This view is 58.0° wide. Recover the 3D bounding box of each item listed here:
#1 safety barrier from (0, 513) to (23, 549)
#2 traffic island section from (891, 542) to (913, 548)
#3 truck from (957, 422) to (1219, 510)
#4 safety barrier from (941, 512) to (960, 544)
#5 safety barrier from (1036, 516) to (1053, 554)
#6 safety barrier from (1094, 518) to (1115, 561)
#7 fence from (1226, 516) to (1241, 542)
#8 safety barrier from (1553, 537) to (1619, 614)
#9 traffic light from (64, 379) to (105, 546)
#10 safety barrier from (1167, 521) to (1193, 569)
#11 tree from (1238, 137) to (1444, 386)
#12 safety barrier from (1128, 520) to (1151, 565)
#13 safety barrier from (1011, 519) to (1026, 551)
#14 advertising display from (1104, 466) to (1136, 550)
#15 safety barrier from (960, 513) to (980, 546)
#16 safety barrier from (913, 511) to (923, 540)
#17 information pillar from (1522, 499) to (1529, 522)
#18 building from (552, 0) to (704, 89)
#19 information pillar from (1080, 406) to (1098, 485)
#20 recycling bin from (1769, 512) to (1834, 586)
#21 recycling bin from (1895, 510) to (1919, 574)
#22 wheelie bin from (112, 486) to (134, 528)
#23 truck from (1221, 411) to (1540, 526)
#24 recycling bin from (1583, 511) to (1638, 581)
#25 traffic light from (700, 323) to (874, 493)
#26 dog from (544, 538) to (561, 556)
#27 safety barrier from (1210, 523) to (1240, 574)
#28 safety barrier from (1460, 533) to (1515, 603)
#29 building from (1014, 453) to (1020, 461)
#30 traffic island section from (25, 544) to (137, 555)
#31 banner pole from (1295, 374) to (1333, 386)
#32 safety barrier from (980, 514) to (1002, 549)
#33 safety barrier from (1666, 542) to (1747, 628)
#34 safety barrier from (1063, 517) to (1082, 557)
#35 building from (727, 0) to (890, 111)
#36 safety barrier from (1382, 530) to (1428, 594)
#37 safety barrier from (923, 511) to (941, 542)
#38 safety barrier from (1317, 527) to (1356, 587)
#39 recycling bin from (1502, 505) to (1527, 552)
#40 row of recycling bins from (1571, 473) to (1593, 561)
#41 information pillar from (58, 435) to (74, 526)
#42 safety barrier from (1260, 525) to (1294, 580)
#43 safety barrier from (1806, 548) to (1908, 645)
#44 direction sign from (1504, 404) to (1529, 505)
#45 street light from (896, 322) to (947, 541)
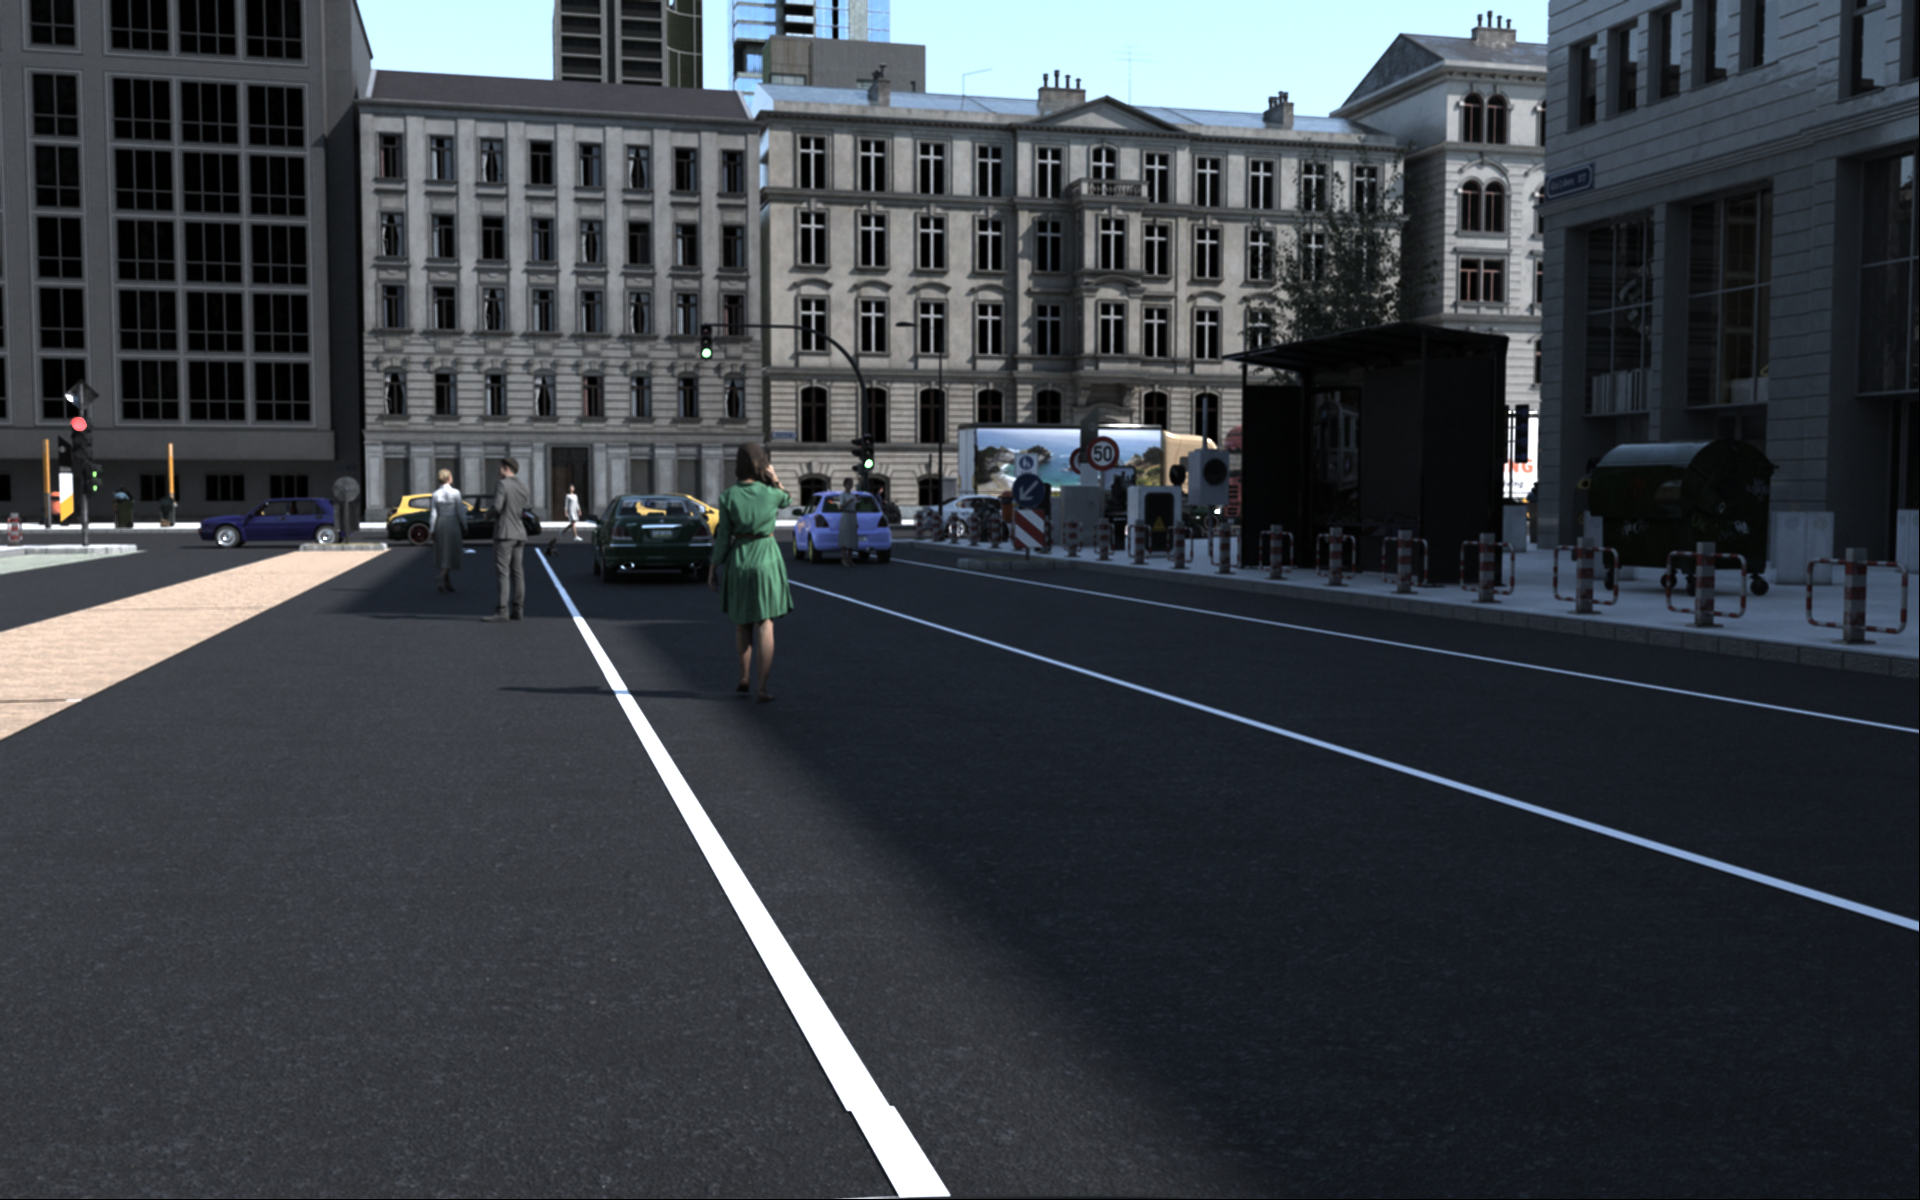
[{"bbox_3d":[-23.095,-1.715,42.319,0.300,0.817,1.120,-1,4,-15],"label":"safety barrier"},{"bbox_3d":[-2.567,-1.539,47.438,2.009,0.180,2.903,-1,4,-15],"label":"traffic island section"},{"bbox_3d":[5.626,-4.986,70.433,11.283,4.237,2.839,-1,4,-16],"label":"truck"},{"bbox_3d":[-0.148,-1.851,44.538,0.300,0.817,1.120,-1,4,-15],"label":"safety barrier"},{"bbox_3d":[1.806,-1.396,37.104,0.300,0.817,1.120,-1,4,-15],"label":"safety barrier"},{"bbox_3d":[2.779,-1.169,33.393,0.300,0.817,1.120,-1,4,-15],"label":"safety barrier"},{"bbox_3d":[8.060,-1.919,46.747,2.069,0.683,0.278,-1,4,-22],"label":"fence"},{"bbox_3d":[6.691,-0.261,18.539,0.300,0.817,1.120,-1,4,-15],"label":"safety barrier"},{"bbox_3d":[-21.428,-3.269,42.364,0.839,4.253,0.868,-1,4,-15],"label":"traffic light"},{"bbox_3d":[3.765,-0.941,29.663,0.300,0.817,1.120,-1,4,-15],"label":"safety barrier"},{"bbox_3d":[7.884,-5.175,34.969,4.360,8.622,3.978,0,3,0],"label":"tree"},{"bbox_3d":[3.268,-1.055,31.532,0.300,0.817,1.120,-1,4,-15],"label":"safety barrier"},{"bbox_3d":[1.318,-1.510,38.957,0.300,0.817,1.120,-1,4,-15],"label":"safety barrier"},{"bbox_3d":[3.596,-2.094,39.451,0.974,1.923,0.123,-2,4,-35],"label":"advertising display"},{"bbox_3d":[0.341,-1.736,42.665,0.300,0.817,1.120,-1,4,-15],"label":"safety barrier"},{"bbox_3d":[-1.133,-2.079,48.264,0.300,0.817,1.120,-1,4,-15],"label":"safety barrier"},{"bbox_3d":[26.235,-5.436,80.238,0.504,3.616,0.183,-3,4,-38],"label":"information pillar"},{"bbox_3d":[-46.591,-49.361,245.304,20.611,71.187,20.563,-1,4,-15],"label":"building"},{"bbox_3d":[3.449,-3.347,46.072,0.504,3.616,0.183,0,4,-3],"label":"information pillar"},{"bbox_3d":[11.989,-0.742,24.682,0.722,1.027,0.722,1,4,17],"label":"recycling bin"},{"bbox_3d":[15.668,-0.943,27.976,0.722,1.027,0.722,0,4,-6],"label":"recycling bin"},{"bbox_3d":[-31.274,-3.474,64.702,0.693,1.594,0.980,-3,4,-38],"label":"wheelie bin"},{"bbox_3d":[13.811,-4.253,58.451,11.283,4.237,2.839,-1,4,-13],"label":"truck"},{"bbox_3d":[9.784,-0.824,26.028,0.722,1.027,0.722,2,4,26],"label":"recycling bin"},{"bbox_3d":[-4.610,-4.402,46.645,4.771,5.953,1.251,-1,4,-15],"label":"traffic light"},{"bbox_3d":[-9.470,-1.239,40.444,0.550,0.427,0.748,1,4,9],"label":"dog"},{"bbox_3d":[4.254,-0.828,27.809,0.300,0.817,1.120,-1,4,-15],"label":"safety barrier"},{"bbox_3d":[6.203,-0.374,20.393,0.300,0.817,1.120,-1,4,-15],"label":"safety barrier"},{"bbox_3d":[1.562,-35.009,255.983,14.086,41.232,14.154,-1,4,-15],"label":"building"},{"bbox_3d":[-21.469,-1.236,42.488,2.009,0.180,2.903,-1,4,-15],"label":"traffic island section"},{"bbox_3d":[6.433,-2.521,31.243,0.863,3.779,0.401,0,4,4],"label":"banner pole"},{"bbox_3d":[0.828,-1.623,40.811,0.300,0.817,1.120,-1,4,-15],"label":"safety barrier"},{"bbox_3d":[7.178,-0.147,16.685,0.300,0.817,1.120,-1,4,-15],"label":"safety barrier"},{"bbox_3d":[2.292,-1.283,35.247,0.300,0.817,1.120,-1,4,-15],"label":"safety barrier"},{"bbox_3d":[-21.558,-57.538,253.418,31.000,86.520,22.319,-1,4,-15],"label":"building"},{"bbox_3d":[5.711,-0.488,22.246,0.300,0.817,1.120,-1,4,-15],"label":"safety barrier"},{"bbox_3d":[-0.641,-1.964,46.393,0.300,0.817,1.120,-1,4,-15],"label":"safety barrier"},{"bbox_3d":[5.229,-0.601,24.101,0.300,0.817,1.120,-1,4,-15],"label":"safety barrier"},{"bbox_3d":[12.119,-1.581,38.400,0.722,1.027,0.722,0,4,4],"label":"recycling bin"},{"bbox_3d":[12.460,-1.519,31.941,1.069,1.692,3.534,-1,4,-9],"label":"row of recycling bins"},{"bbox_3d":[-35.609,-4.746,68.951,0.504,3.616,0.183,-2,4,-29],"label":"information pillar"},{"bbox_3d":[4.738,-0.714,25.954,0.300,0.817,1.120,-1,4,-15],"label":"safety barrier"},{"bbox_3d":[7.664,-0.034,14.827,0.300,0.817,1.120,-1,4,-15],"label":"safety barrier"},{"bbox_3d":[14.006,-3.182,44.027,0.876,3.537,0.379,3,5,43],"label":"direction sign"},{"bbox_3d":[-1.056,-4.556,47.036,1.470,5.913,1.316,-1,4,-15],"label":"street light"}]
